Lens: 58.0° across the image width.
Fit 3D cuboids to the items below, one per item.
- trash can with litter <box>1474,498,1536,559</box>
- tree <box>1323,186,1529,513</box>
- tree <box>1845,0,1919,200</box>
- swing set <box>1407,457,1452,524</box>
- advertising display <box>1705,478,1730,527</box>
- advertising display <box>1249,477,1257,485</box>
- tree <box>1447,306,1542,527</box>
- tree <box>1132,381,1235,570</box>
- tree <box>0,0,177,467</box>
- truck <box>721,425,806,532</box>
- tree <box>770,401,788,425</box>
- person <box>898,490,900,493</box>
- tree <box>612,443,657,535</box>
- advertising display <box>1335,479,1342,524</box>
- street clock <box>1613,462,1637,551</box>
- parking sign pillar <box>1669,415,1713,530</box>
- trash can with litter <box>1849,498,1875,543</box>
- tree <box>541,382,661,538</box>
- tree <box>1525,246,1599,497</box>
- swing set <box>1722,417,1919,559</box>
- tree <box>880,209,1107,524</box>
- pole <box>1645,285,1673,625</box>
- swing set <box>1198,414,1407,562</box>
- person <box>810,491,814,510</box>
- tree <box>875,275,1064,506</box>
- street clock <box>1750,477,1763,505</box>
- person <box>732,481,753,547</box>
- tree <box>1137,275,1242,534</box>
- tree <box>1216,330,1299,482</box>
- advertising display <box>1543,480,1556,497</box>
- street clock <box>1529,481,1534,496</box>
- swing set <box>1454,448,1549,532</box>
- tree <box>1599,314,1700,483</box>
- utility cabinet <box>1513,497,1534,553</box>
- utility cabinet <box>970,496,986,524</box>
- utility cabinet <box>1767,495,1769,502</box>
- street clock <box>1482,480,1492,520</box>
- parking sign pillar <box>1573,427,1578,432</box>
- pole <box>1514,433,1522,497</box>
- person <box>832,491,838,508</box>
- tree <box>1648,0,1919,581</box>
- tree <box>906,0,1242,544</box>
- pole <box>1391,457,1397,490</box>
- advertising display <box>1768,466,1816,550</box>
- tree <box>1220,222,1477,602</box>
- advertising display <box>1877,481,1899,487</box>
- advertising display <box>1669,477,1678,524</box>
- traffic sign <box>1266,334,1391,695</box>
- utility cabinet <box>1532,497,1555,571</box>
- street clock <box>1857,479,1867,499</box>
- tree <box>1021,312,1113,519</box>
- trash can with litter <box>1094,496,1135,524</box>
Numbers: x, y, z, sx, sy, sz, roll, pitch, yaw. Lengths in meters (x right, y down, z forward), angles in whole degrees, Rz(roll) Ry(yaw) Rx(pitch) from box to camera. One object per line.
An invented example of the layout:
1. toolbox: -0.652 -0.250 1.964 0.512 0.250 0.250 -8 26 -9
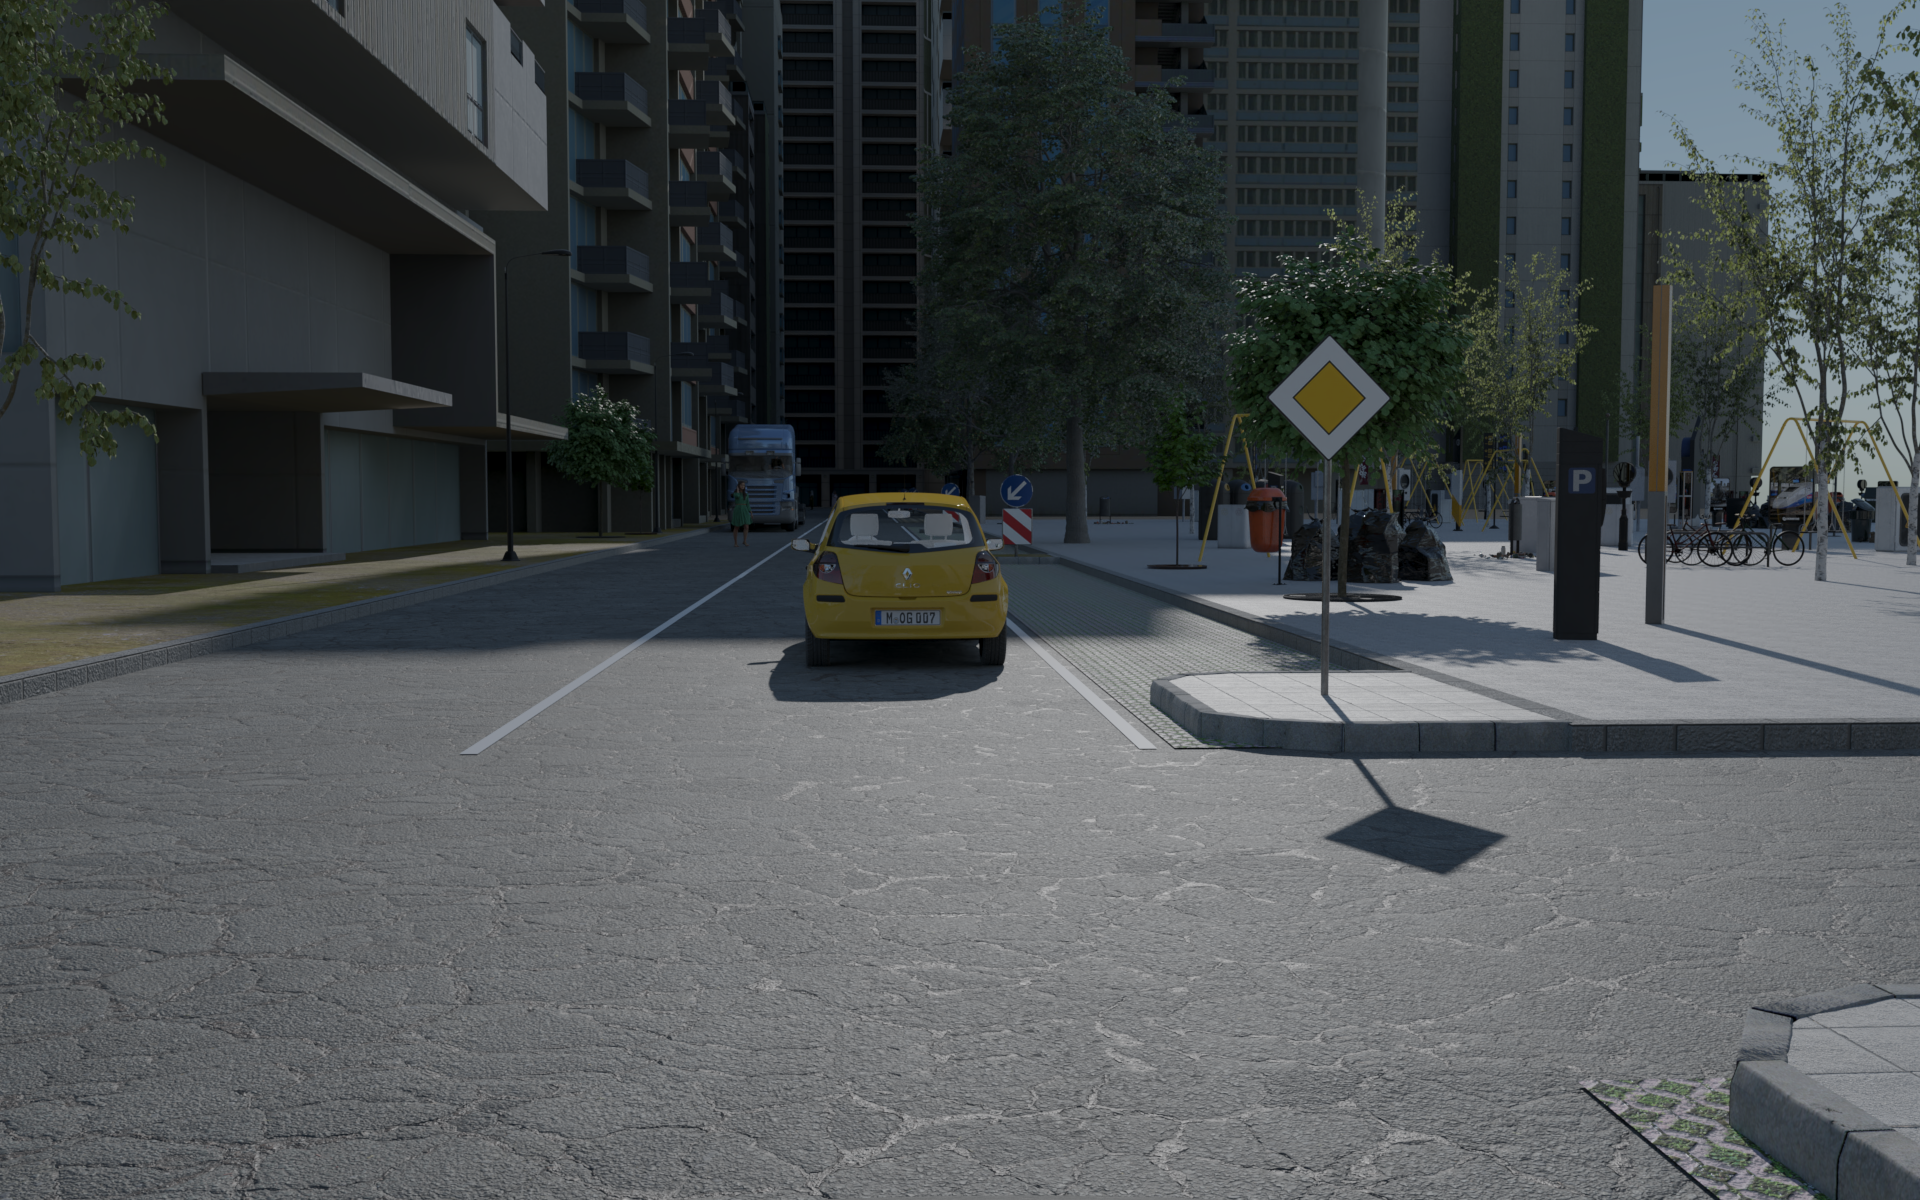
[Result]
1. trash can with litter: 10.983 -1.459 34.912 1.678 1.210 2.233 2 4 32
2. tree: 10.450 -5.568 41.392 4.360 8.622 3.978 0 3 0
3. tree: 10.568 -3.993 15.641 4.737 8.622 4.395 0 3 0
4. swing set: 18.998 -4.522 71.554 2.862 2.851 3.119 0 4 -5
5. advertising display: 29.478 -3.804 67.413 0.974 1.923 0.123 0 4 -7
6. advertising display: 10.911 -3.628 64.527 0.123 1.923 0.974 1 4 19
7. tree: 20.517 -7.134 67.009 4.737 8.622 4.395 0 3 0
8. tree: 3.741 -2.145 29.665 1.663 3.219 1.824 0 3 0
9. tree: -8.633 -3.946 14.884 4.737 8.622 4.395 0 3 0
10. truck: -7.952 -5.082 72.845 2.967 4.110 18.799 0 4 -4
11. tree: -15.270 -11.194 133.379 4.360 8.622 3.978 0 3 0
12. person: -4.592 -7.513 132.061 1.217 1.743 0.721 -1 4 -20
13. tree: -10.098 -3.694 54.994 1.663 3.219 1.824 0 3 0
14. advertising display: 16.434 -4.232 74.406 0.123 1.923 0.974 3 5 43
15. street clock: 15.078 -2.126 39.326 0.471 2.002 0.358 2 4 30
16. parking sign pillar: 24.848 -4.305 58.865 1.447 3.967 1.447 2 4 33
17. trash can with litter: 24.103 -2.107 45.843 0.624 1.170 1.055 -2 4 -25
18. tree: -10.537 -4.105 50.826 4.285 4.588 4.351 0 3 0
19. tree: 16.648 -6.178 51.374 4.360 8.622 3.978 0 3 0
20. swing set: 17.940 -2.351 36.052 3.119 2.851 2.862 -3 4 -36
21. tree: 2.210 -9.972 73.411 12.009 13.543 11.850 0 3 0
22. pole: 6.871 -1.418 17.027 0.158 3.312 0.155 0 3 0
23. swing set: 6.431 -2.174 33.170 3.119 2.851 2.862 3 4 38
24. person: -13.527 -9.045 157.116 0.721 1.736 1.217 -1 4 -10
25. tree: 0.428 -10.412 87.247 9.611 12.733 9.660 0 3 0
26. street clock: 33.946 -4.241 73.903 0.471 2.002 0.358 -1 4 -12
27. person: -5.930 -2.336 46.948 0.600 1.795 0.529 -3 5 -43
28. tree: 7.379 -6.443 55.713 4.360 8.622 3.978 0 3 0
29. tree: 12.802 -7.565 74.049 4.737 8.622 4.395 0 3 0
30. advertising display: 28.104 -4.700 82.060 0.974 1.923 0.123 0 4 3
31. street clock: 28.162 -4.971 85.840 0.358 2.002 0.471 -2 4 -35
32. swing set: 19.217 -3.839 60.388 2.862 2.851 3.119 0 4 -1
33. tree: 28.787 -7.417 71.636 4.737 8.622 4.395 0 3 0
34. utility cabinet: 12.619 -1.633 37.865 1.020 1.237 0.306 1 4 17
35. utility cabinet: 0.765 -3.884 74.669 0.306 1.237 1.020 -2 4 -25
36. utility cabinet: 41.001 -4.624 86.760 1.020 1.237 0.306 0 4 8
37. street clock: 26.432 -5.035 86.884 0.358 2.002 0.471 -1 4 -18
38. parking sign pillar: 24.922 -4.999 70.200 1.447 3.967 1.447 0 4 7
39. pole: 18.639 -3.917 57.892 0.158 3.312 0.155 0 3 0
40. person: -11.734 -9.354 162.107 0.621 1.740 0.551 2 4 25
41. tree: 12.506 -4.589 25.395 4.360 8.622 3.978 0 3 0
42. tree: 3.075 -8.443 44.693 9.857 13.997 8.962 0 3 0
43. pole: 13.091 -3.572 52.238 0.158 3.312 0.155 0 3 0
44. advertising display: 19.176 -2.124 39.937 0.974 1.923 0.123 3 5 40
45. tree: 4.644 -2.284 21.056 4.285 4.588 4.351 0 3 0
46. advertising display: 45.057 -4.827 84.142 0.123 1.923 0.974 -2 4 -32
47. advertising display: 25.881 -3.580 63.753 0.974 1.923 0.123 0 4 8
48. traffic sign: 2.325 -0.450 10.996 0.795 2.450 0.064 0 4 -3
49. utility cabinet: 10.119 -1.096 29.075 1.020 1.237 0.306 -2 4 -34
50. street clock: 44.628 -4.964 85.729 0.471 2.002 0.358 -2 4 -26
51. tree: 4.350 -6.911 63.359 4.737 8.622 4.395 0 3 0
52. trash can with litter: 6.609 -3.858 74.134 2.233 1.210 1.678 -2 4 -25
